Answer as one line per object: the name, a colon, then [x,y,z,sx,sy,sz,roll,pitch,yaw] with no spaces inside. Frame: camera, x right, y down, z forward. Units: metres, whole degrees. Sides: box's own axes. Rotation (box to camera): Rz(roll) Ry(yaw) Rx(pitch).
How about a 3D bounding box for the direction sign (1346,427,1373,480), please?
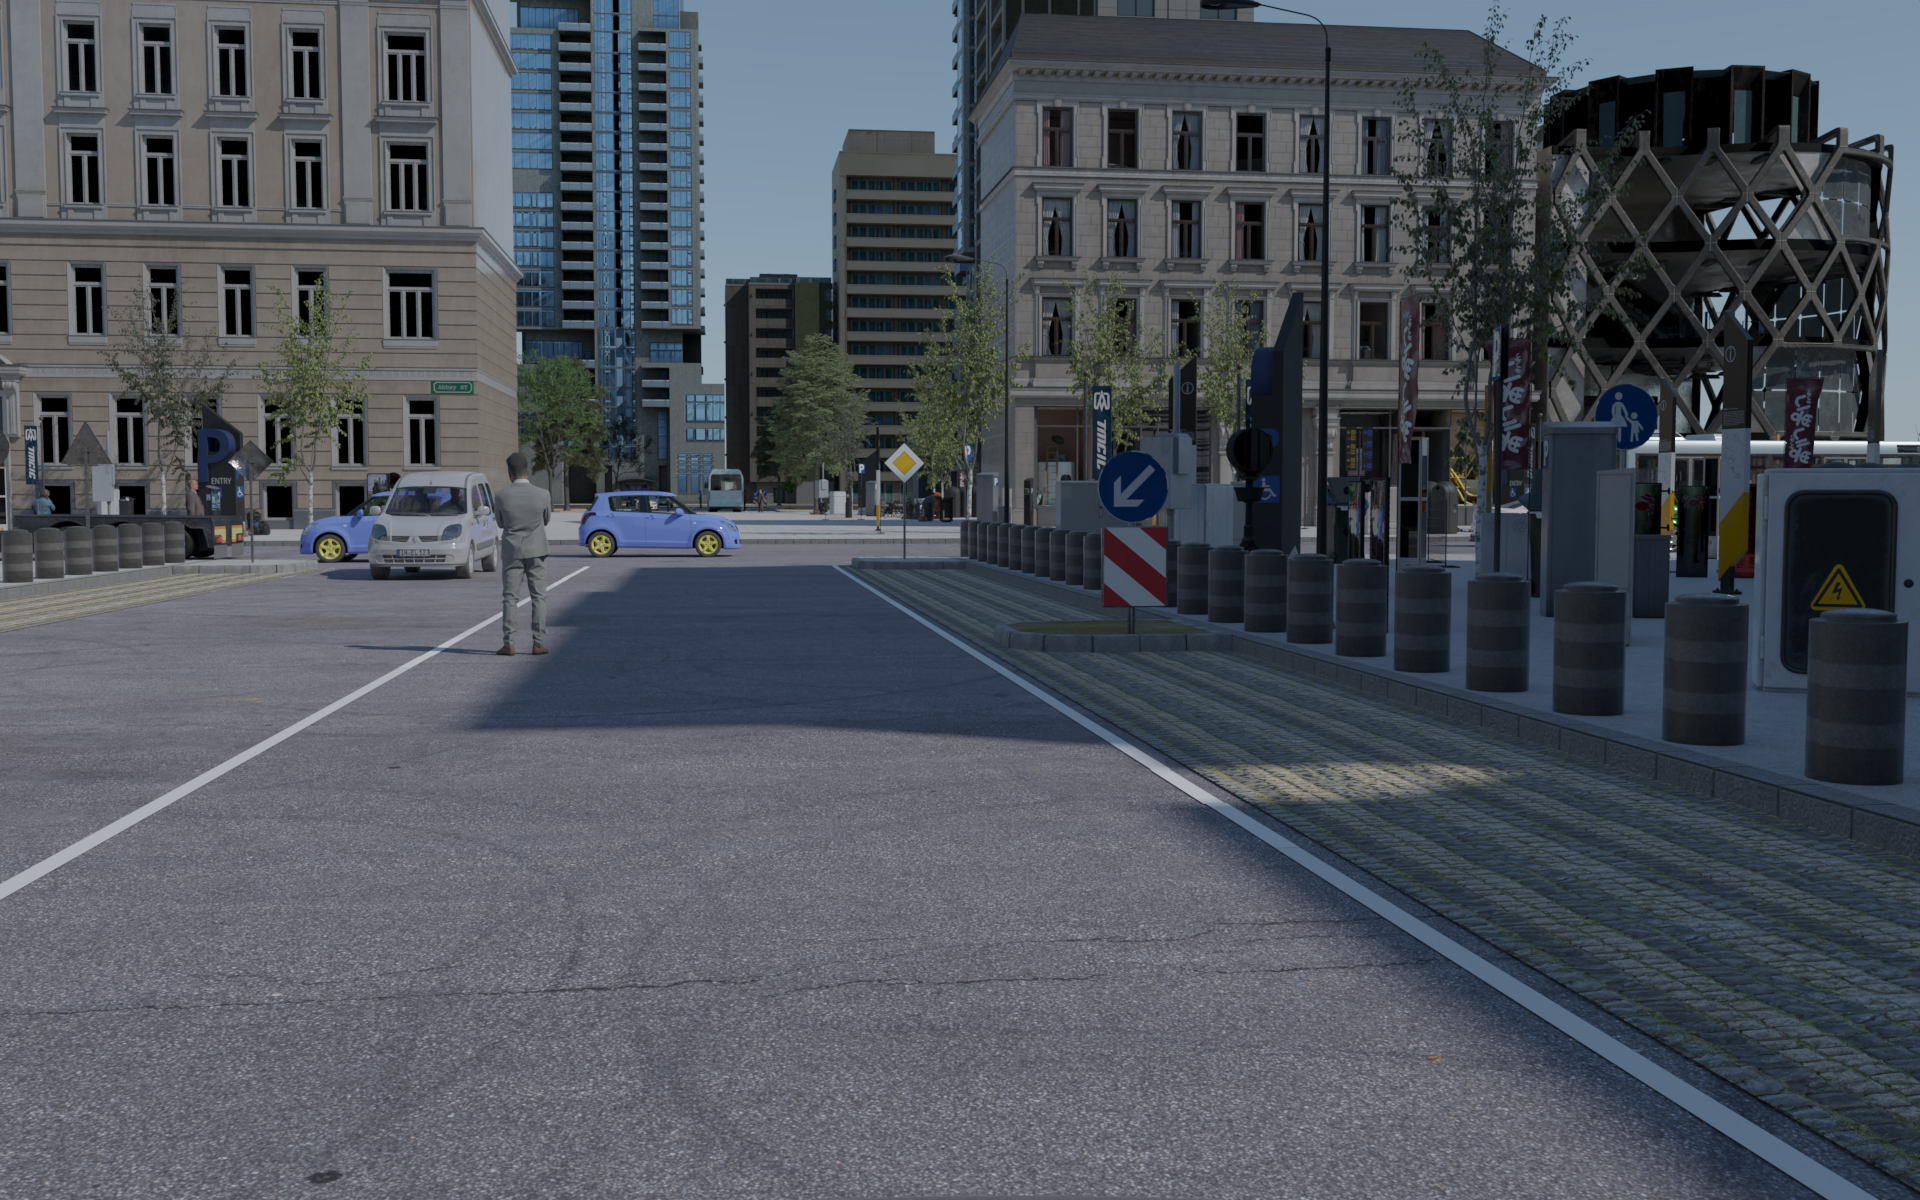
direction sign: [13.388,-4.046,58.144,0.876,3.537,0.379,1,4,8]

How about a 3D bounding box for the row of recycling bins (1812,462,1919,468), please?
row of recycling bins: [12.308,-0.968,22.932,3.534,1.692,1.069,-2,4,-32]

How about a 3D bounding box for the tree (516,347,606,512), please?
tree: [-28.968,-12.032,122.486,9.928,11.665,9.643,0,3,0]

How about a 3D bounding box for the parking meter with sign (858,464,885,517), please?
parking meter with sign: [-5.033,-6.304,99.333,1.738,3.016,0.543,3,4,37]

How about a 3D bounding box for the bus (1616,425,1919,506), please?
bus: [25.214,-3.442,51.142,13.247,3.499,2.948,-1,4,-8]

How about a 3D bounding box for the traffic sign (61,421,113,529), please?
traffic sign: [-15.567,-1.889,30.886,0.884,2.594,0.081,0,4,-3]

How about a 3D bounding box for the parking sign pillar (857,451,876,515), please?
parking sign pillar: [-5.487,-7.105,104.634,1.447,3.967,1.447,1,4,18]

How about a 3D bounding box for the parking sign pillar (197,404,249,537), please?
parking sign pillar: [-22.031,-3.862,51.615,1.447,3.967,1.447,1,4,14]

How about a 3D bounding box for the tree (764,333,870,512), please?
tree: [-9.781,-12.489,122.314,7.486,12.596,7.792,0,3,0]

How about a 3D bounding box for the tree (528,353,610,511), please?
tree: [-30.255,-12.889,132.796,6.751,12.117,7.091,0,3,0]

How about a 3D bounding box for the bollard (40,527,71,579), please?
bollard: [-13.848,-0.710,26.330,0.404,0.777,0.398,0,3,0]

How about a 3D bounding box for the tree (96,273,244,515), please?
tree: [-26.891,-6.635,58.848,4.360,8.622,3.978,0,3,0]

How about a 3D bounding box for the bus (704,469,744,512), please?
bus: [-18.353,-8.557,134.767,2.948,3.499,13.247,-1,4,-9]

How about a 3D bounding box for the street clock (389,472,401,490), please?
street clock: [-18.810,-3.243,57.585,0.471,2.002,0.358,-1,4,-10]

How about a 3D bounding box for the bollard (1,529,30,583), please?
bollard: [-13.682,-0.637,25.137,0.404,0.777,0.398,0,3,0]

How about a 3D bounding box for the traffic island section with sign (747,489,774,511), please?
traffic island section with sign: [-16.923,-8.512,147.797,1.989,1.847,2.006,0,4,-8]

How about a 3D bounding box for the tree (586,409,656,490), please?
tree: [-37.554,-15.597,189.419,7.601,10.594,8.767,2,4,23]

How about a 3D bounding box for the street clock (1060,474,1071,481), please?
street clock: [3.907,-3.631,63.942,0.358,2.002,0.471,2,4,29]

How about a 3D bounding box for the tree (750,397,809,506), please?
tree: [-20.181,-16.569,192.960,6.751,12.117,7.091,0,3,0]

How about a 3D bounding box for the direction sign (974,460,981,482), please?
direction sign: [1.200,-7.531,115.135,0.379,3.537,0.876,-3,5,-39]

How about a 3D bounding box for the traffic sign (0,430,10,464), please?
traffic sign: [-18.284,-1.988,32.614,0.768,2.556,0.104,0,4,-4]

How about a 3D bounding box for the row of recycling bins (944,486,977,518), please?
row of recycling bins: [0.499,-5.339,94.412,1.069,1.692,3.534,3,5,41]

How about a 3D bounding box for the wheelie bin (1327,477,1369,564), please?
wheelie bin: [7.049,-1.476,32.040,0.980,1.594,0.693,-1,4,-15]

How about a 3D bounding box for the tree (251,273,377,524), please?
tree: [-21.873,-6.604,58.345,4.737,8.622,4.395,0,3,0]

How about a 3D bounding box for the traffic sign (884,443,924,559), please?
traffic sign: [-1.093,-1.856,33.985,0.795,2.450,0.064,0,4,-8]

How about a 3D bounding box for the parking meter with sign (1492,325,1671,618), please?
parking meter with sign: [6.472,-1.334,18.064,1.738,3.016,0.543,1,4,9]

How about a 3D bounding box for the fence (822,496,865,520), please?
fence: [-5.807,-4.585,86.172,2.264,1.192,0.480,-3,4,-36]

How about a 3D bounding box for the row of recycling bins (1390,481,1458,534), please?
row of recycling bins: [15.185,-3.057,57.089,1.069,1.692,3.534,-1,4,-19]

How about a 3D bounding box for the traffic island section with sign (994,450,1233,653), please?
traffic island section with sign: [1.370,-0.483,16.530,1.989,1.847,2.006,0,4,-8]

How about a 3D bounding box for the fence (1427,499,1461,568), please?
fence: [8.578,-1.219,31.142,0.480,1.192,2.264,0,4,7]

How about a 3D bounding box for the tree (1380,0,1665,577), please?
tree: [8.234,-4.657,26.503,4.360,8.622,3.978,0,3,0]

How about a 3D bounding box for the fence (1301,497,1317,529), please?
fence: [13.585,-3.168,62.994,2.264,1.192,0.480,2,4,24]

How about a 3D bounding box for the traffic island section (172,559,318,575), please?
traffic island section: [-13.246,-0.618,32.379,2.009,0.180,2.903,0,4,-8]

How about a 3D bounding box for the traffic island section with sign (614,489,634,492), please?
traffic island section with sign: [-28.727,-8.386,145.745,1.989,1.847,2.006,0,4,-8]

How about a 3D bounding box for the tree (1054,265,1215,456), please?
tree: [4.911,-6.435,55.572,4.737,8.622,4.395,0,3,0]

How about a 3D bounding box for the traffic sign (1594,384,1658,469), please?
traffic sign: [7.689,-1.223,20.107,0.768,2.556,0.104,0,4,-5]

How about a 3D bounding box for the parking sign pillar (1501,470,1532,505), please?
parking sign pillar: [20.113,-4.524,62.442,1.447,3.967,1.447,-1,4,-19]

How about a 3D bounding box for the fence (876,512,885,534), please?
fence: [-2.597,-2.523,56.634,0.278,0.683,2.069,0,4,-3]

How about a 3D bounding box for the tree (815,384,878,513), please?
tree: [-7.426,-10.058,114.816,4.360,8.622,3.978,0,3,0]

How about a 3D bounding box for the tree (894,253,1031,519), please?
tree: [0.256,-6.316,53.636,4.737,8.622,4.395,0,3,0]

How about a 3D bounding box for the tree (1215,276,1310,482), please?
tree: [9.346,-6.592,58.149,4.737,8.622,4.395,0,3,0]

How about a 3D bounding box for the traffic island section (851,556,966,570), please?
traffic island section: [-1.071,-0.721,34.065,2.009,0.180,2.903,0,4,-8]

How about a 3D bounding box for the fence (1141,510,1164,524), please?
fence: [6.713,-3.035,65.000,2.069,0.683,0.278,1,4,12]

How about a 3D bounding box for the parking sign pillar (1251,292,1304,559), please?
parking sign pillar: [4.150,-2.092,22.678,1.447,3.967,1.447,1,4,22]

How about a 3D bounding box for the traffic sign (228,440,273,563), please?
traffic sign: [-13.223,-1.754,32.321,0.795,2.450,0.064,0,4,-8]

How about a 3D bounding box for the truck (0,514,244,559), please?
truck: [-25.253,-2.854,36.429,18.799,4.110,2.967,-1,4,-8]

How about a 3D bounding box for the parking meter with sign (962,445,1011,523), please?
parking meter with sign: [0.969,-3.961,61.029,1.738,3.016,0.543,2,4,27]

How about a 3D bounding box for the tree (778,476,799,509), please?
tree: [-14.432,-9.373,147.846,1.663,3.219,1.824,0,3,0]
